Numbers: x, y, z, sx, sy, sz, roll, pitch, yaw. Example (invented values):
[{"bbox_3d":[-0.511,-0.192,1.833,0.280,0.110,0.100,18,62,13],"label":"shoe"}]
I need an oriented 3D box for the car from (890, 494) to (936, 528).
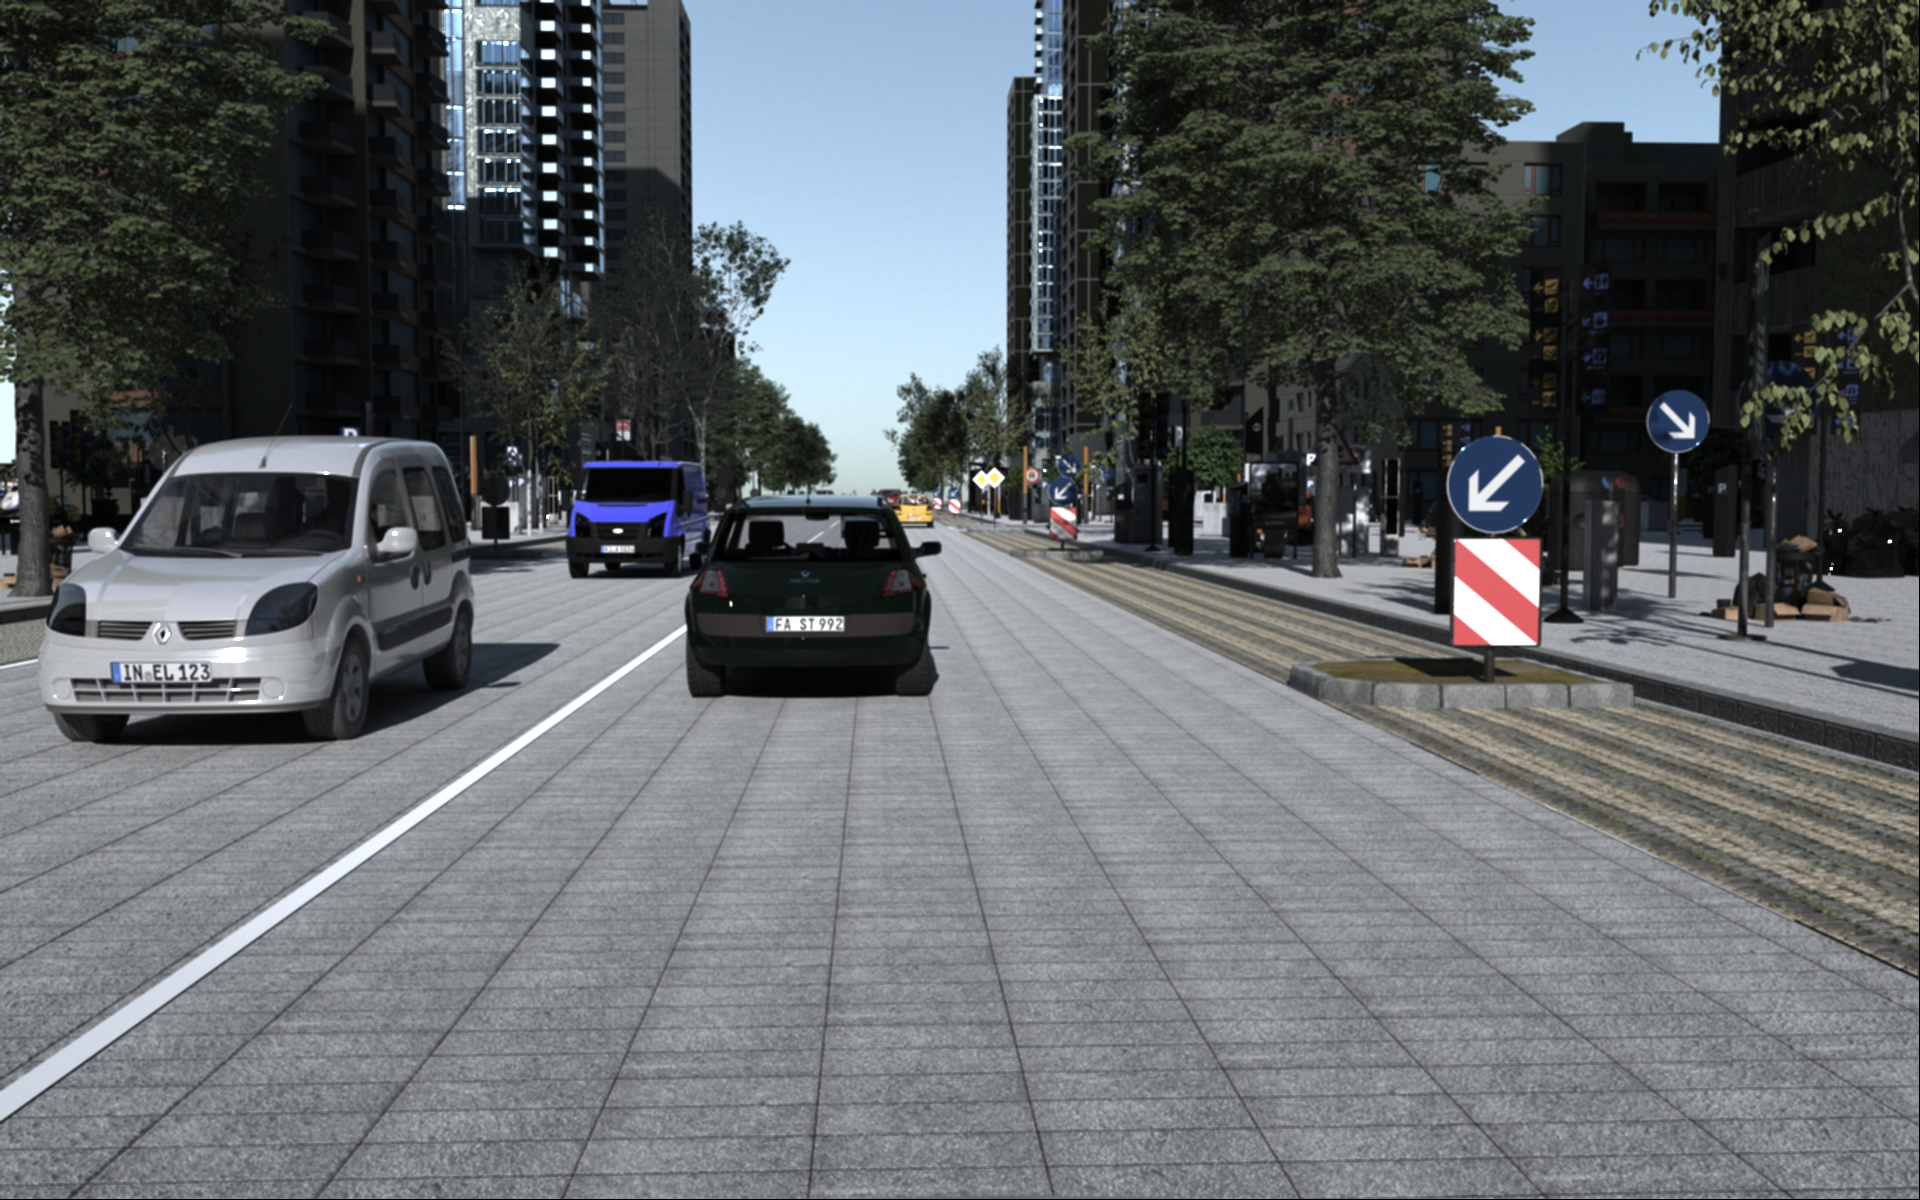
[{"bbox_3d":[-2.018,-3.942,74.677,2.015,1.641,3.980,0,4,-2],"label":"car"}]

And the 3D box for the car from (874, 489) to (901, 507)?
[{"bbox_3d":[-4.895,-6.880,121.169,2.281,1.827,5.304,0,4,-2],"label":"car"}]

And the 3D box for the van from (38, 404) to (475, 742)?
[{"bbox_3d":[-4.415,-0.266,11.364,2.013,2.044,4.112,0,4,-3],"label":"van"}]

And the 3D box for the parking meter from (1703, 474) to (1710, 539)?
[{"bbox_3d":[21.642,-2.699,49.835,0.399,1.863,0.255,3,5,43],"label":"parking meter"}]

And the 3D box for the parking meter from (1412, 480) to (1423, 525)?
[{"bbox_3d":[19.285,-4.115,72.998,0.399,1.863,0.255,0,4,0],"label":"parking meter"}]

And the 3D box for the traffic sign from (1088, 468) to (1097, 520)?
[{"bbox_3d":[6.477,-5.155,84.383,0.768,2.556,0.104,0,4,-2],"label":"traffic sign"}]

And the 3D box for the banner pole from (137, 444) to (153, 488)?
[{"bbox_3d":[-40.776,-5.905,86.560,0.863,3.779,0.401,-2,4,-31],"label":"banner pole"}]

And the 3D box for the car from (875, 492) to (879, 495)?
[{"bbox_3d":[-14.345,-17.681,297.759,2.281,1.827,5.304,0,4,-3],"label":"car"}]

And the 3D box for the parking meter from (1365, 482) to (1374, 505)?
[{"bbox_3d":[18.934,-4.554,80.161,0.399,1.863,0.255,0,4,8],"label":"parking meter"}]

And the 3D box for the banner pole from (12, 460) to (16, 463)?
[{"bbox_3d":[-60.320,-7.398,110.982,0.401,3.779,0.863,2,4,31],"label":"banner pole"}]

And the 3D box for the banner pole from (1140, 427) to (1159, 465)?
[{"bbox_3d":[6.236,-4.068,56.532,0.863,3.779,0.401,-1,4,-21],"label":"banner pole"}]

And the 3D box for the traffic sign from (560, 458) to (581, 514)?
[{"bbox_3d":[-14.071,-3.842,62.825,0.884,2.594,0.081,0,4,-2],"label":"traffic sign"}]

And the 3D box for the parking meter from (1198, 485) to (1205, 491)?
[{"bbox_3d":[15.297,-6.368,109.835,0.399,1.863,0.255,-2,4,-28],"label":"parking meter"}]

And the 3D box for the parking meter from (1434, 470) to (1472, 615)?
[{"bbox_3d":[5.283,-0.619,18.533,0.372,1.533,0.369,0,3,0],"label":"parking meter"}]

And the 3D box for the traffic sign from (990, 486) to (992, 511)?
[{"bbox_3d":[2.215,-7.614,124.591,0.768,2.556,0.104,0,4,-1],"label":"traffic sign"}]

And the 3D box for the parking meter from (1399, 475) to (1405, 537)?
[{"bbox_3d":[13.134,-2.831,51.998,0.255,1.863,0.399,-3,5,-43],"label":"parking meter"}]

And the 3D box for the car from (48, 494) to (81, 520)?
[{"bbox_3d":[-36.133,-3.458,66.757,3.980,1.641,2.015,0,4,-2],"label":"car"}]

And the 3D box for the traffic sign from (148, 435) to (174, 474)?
[{"bbox_3d":[-17.145,-2.278,37.355,0.768,2.556,0.104,0,4,7],"label":"traffic sign"}]

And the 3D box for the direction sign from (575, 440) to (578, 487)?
[{"bbox_3d":[-16.120,-4.951,72.944,0.379,3.537,0.876,-1,4,-18],"label":"direction sign"}]

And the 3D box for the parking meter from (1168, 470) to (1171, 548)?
[{"bbox_3d":[5.148,-2.195,41.599,0.255,1.863,0.399,1,4,12],"label":"parking meter"}]

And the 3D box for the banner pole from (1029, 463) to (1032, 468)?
[{"bbox_3d":[5.707,-9.190,140.268,0.401,3.779,0.863,2,4,25],"label":"banner pole"}]

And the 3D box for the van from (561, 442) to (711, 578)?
[{"bbox_3d":[-5.746,-1.642,31.232,2.240,2.365,5.245,0,4,-2],"label":"van"}]

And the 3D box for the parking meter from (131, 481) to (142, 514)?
[{"bbox_3d":[-36.365,-4.329,76.483,0.399,1.863,0.255,1,4,17],"label":"parking meter"}]

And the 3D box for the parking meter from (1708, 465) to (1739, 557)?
[{"bbox_3d":[15.549,-1.805,35.222,0.255,1.863,0.399,-2,4,-34],"label":"parking meter"}]

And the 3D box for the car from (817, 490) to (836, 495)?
[{"bbox_3d":[-12.618,-9.338,161.349,2.281,1.827,5.304,0,4,-1],"label":"car"}]

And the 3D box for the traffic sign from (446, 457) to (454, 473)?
[{"bbox_3d":[-17.417,-3.558,58.284,0.768,2.556,0.104,0,4,6],"label":"traffic sign"}]

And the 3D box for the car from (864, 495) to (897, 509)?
[{"bbox_3d":[-3.089,-2.799,57.760,2.014,1.417,4.499,0,4,-3],"label":"car"}]

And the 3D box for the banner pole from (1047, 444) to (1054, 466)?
[{"bbox_3d":[4.499,-5.861,85.851,0.401,3.779,0.863,2,4,31],"label":"banner pole"}]

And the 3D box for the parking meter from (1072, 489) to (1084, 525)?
[{"bbox_3d":[4.886,-3.923,72.545,0.372,1.533,0.369,0,3,0],"label":"parking meter"}]

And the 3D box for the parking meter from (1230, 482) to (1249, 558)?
[{"bbox_3d":[5.663,-1.634,35.132,0.372,1.533,0.369,0,3,0],"label":"parking meter"}]

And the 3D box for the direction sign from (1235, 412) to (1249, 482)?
[{"bbox_3d":[7.949,-3.432,48.107,0.379,3.537,0.876,1,4,14],"label":"direction sign"}]

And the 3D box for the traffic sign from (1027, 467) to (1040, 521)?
[{"bbox_3d":[3.411,-5.023,82.225,0.768,2.556,0.104,0,4,-1],"label":"traffic sign"}]

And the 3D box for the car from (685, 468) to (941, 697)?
[{"bbox_3d":[-1.132,-0.236,13.644,2.009,1.686,4.222,0,4,-3],"label":"car"}]

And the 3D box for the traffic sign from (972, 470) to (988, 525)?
[{"bbox_3d":[0.903,-4.211,72.491,0.795,2.450,0.064,0,4,-3],"label":"traffic sign"}]

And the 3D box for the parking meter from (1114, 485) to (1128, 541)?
[{"bbox_3d":[4.396,-2.371,47.172,0.372,1.533,0.369,0,3,0],"label":"parking meter"}]

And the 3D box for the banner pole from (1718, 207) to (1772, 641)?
[{"bbox_3d":[6.886,-1.529,15.013,0.401,3.779,0.863,1,4,12],"label":"banner pole"}]

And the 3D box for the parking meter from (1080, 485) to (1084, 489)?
[{"bbox_3d":[7.465,-6.089,105.263,0.255,1.863,0.399,-2,4,-31],"label":"parking meter"}]

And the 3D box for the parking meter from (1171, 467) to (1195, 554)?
[{"bbox_3d":[4.801,-1.917,37.059,0.399,1.863,0.255,-3,5,-40],"label":"parking meter"}]

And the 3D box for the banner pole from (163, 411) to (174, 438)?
[{"bbox_3d":[-23.792,-3.798,52.121,0.401,3.779,0.863,0,4,1],"label":"banner pole"}]

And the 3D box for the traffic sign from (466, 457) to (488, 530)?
[{"bbox_3d":[-17.059,-3.756,61.410,0.884,2.594,0.081,0,4,2],"label":"traffic sign"}]

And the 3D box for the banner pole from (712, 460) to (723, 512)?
[{"bbox_3d":[-17.803,-8.398,127.322,0.863,3.779,0.401,0,4,-4],"label":"banner pole"}]

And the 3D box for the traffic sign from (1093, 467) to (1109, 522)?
[{"bbox_3d":[6.506,-4.902,80.249,0.768,2.556,0.104,0,4,3],"label":"traffic sign"}]

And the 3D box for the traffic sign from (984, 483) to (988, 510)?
[{"bbox_3d":[1.802,-7.595,124.185,0.884,2.594,0.081,0,4,5],"label":"traffic sign"}]

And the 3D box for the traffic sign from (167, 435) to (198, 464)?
[{"bbox_3d":[-16.618,-2.266,37.155,0.768,2.556,0.104,0,4,-1],"label":"traffic sign"}]

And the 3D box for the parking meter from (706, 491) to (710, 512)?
[{"bbox_3d":[-17.632,-6.884,120.961,0.372,1.533,0.369,0,3,0],"label":"parking meter"}]

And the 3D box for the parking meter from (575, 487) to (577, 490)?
[{"bbox_3d":[-31.331,-8.307,141.526,0.255,1.863,0.399,-2,4,-23],"label":"parking meter"}]

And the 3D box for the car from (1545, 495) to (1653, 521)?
[{"bbox_3d":[25.630,-3.677,69.163,4.494,1.783,2.155,0,4,-4],"label":"car"}]

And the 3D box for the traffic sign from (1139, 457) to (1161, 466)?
[{"bbox_3d":[6.253,-3.489,57.150,0.768,2.556,0.104,0,4,5],"label":"traffic sign"}]

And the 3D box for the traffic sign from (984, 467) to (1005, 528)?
[{"bbox_3d":[1.283,-3.723,64.515,0.795,2.450,0.064,0,4,-3],"label":"traffic sign"}]
